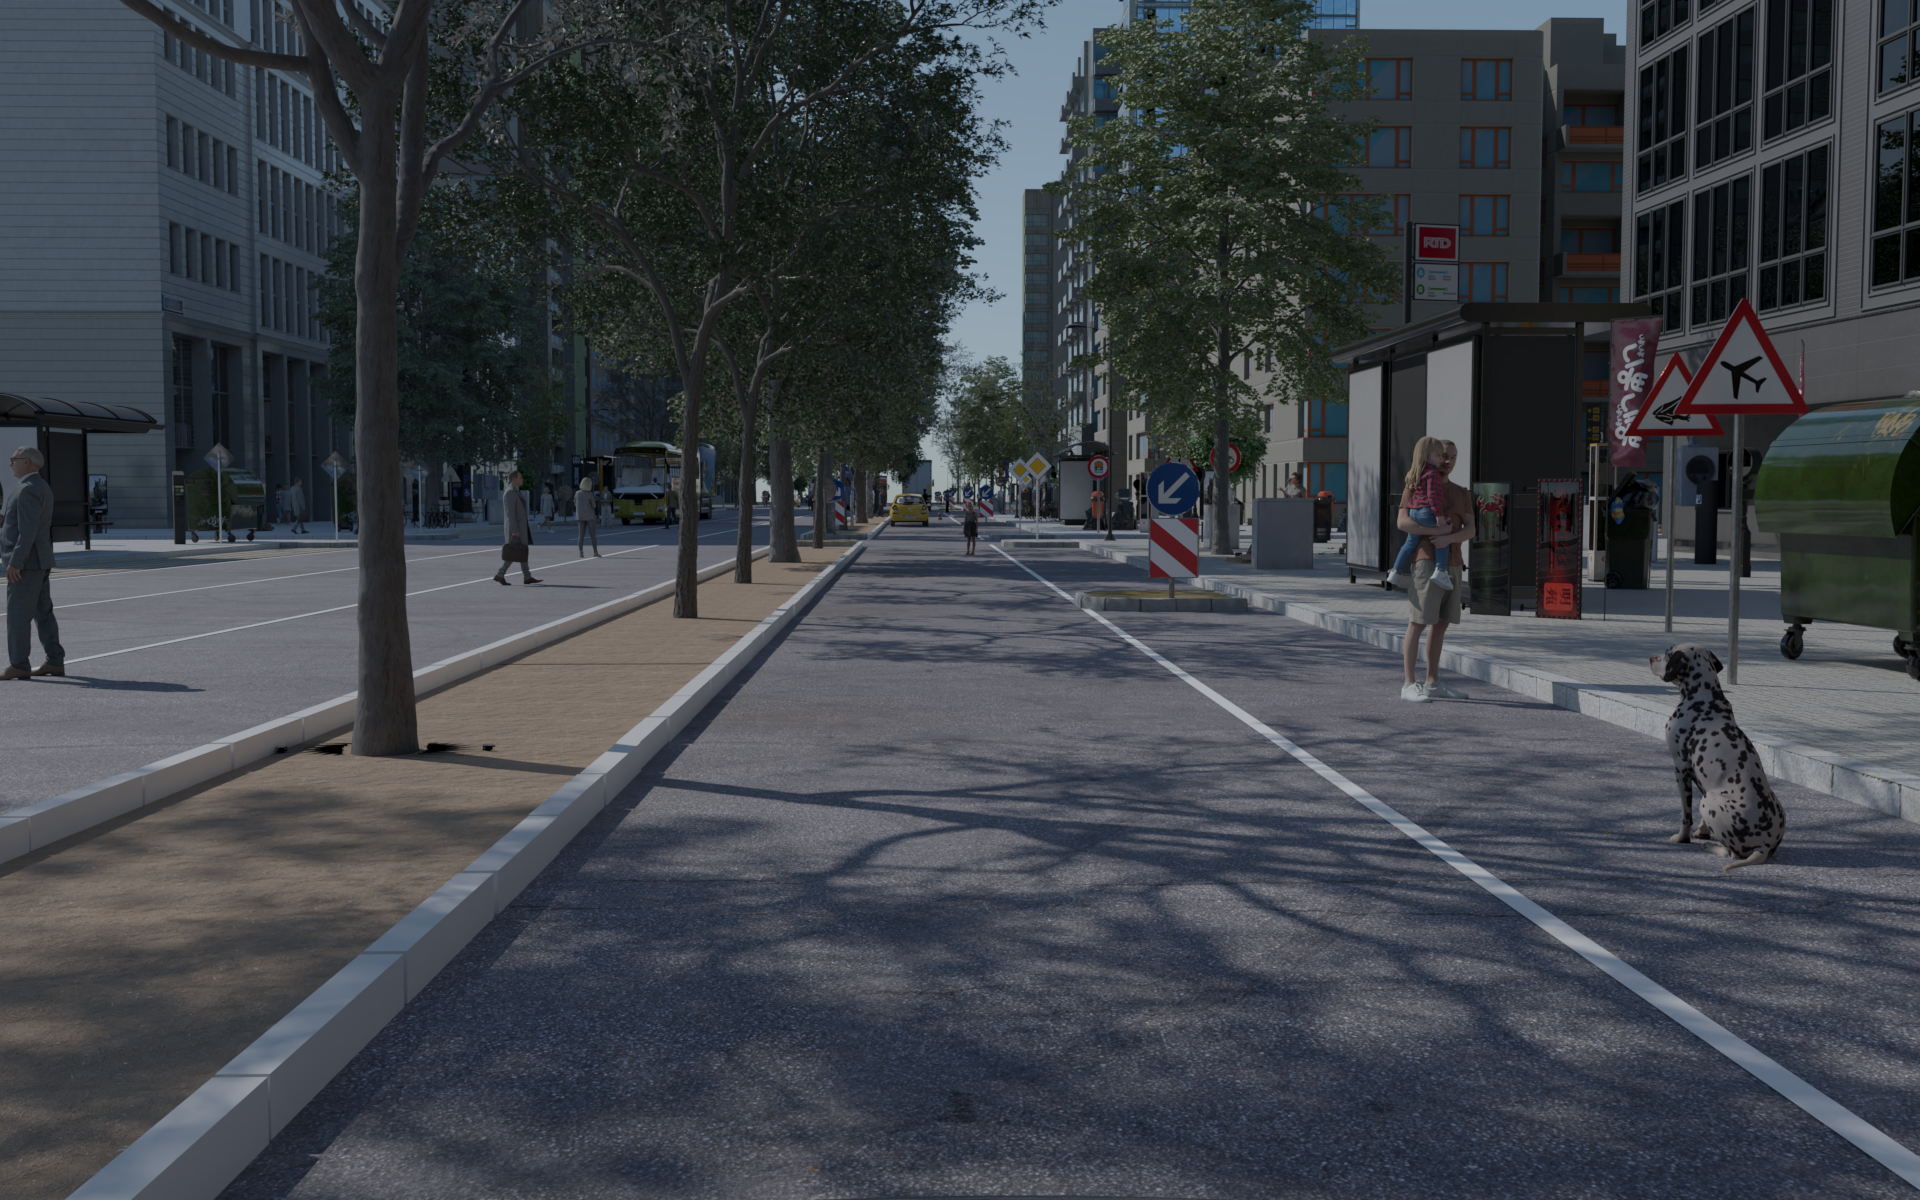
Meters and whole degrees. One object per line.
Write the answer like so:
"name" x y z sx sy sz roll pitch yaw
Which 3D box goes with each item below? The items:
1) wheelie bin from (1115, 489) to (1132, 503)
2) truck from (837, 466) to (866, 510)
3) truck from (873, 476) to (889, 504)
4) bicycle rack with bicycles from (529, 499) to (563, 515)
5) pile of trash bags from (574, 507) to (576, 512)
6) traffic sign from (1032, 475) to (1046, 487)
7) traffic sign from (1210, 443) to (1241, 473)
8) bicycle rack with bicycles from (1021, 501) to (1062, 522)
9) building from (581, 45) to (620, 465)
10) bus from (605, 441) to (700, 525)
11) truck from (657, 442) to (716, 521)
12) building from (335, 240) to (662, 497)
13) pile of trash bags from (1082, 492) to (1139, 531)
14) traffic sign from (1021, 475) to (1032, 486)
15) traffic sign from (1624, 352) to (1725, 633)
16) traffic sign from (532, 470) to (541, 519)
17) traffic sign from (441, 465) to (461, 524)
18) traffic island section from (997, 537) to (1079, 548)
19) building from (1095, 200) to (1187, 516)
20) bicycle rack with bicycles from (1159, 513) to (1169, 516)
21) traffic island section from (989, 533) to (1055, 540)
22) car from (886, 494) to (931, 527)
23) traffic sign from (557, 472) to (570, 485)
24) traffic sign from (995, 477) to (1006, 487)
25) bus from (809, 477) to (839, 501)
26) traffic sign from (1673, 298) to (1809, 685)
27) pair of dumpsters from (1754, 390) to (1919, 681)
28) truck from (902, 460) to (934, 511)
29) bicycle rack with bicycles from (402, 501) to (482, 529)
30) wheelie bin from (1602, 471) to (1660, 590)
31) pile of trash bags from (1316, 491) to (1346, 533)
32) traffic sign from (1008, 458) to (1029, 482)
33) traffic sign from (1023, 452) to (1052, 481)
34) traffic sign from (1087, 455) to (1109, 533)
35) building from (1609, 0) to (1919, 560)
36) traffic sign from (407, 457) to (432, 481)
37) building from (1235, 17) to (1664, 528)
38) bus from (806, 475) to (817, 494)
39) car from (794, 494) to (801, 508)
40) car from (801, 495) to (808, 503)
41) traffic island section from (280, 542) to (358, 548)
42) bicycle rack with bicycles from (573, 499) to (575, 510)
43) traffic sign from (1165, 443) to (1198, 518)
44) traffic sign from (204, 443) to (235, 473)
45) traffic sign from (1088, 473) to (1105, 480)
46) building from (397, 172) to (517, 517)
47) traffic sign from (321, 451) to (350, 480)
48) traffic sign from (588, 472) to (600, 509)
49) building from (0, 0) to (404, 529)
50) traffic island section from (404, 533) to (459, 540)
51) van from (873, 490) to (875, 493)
"wheelie bin" 9.454 -5.661 100.460 0.980 1.594 0.693 0 4 -4
"truck" -9.679 -10.399 159.785 2.967 4.110 18.799 0 4 -2
"truck" -12.382 -16.902 265.264 2.839 4.237 11.283 0 4 -3
"bicycle rack with bicycles" -26.212 -5.764 107.626 2.925 0.926 2.852 -2 4 -29
"pile of trash bags" -25.890 -6.976 123.813 3.447 1.369 1.912 0 4 -5
"traffic sign" 4.550 -6.088 99.643 0.768 2.556 0.104 0 4 1
"traffic sign" 6.497 -2.592 42.480 0.768 2.556 0.104 0 3 0
"bicycle rack with bicycles" 4.137 -4.575 88.191 2.852 0.926 2.925 2 4 33
"building" -37.932 -30.615 150.673 14.600 45.320 14.200 0 4 -1
"bus" -14.623 -5.647 83.868 2.896 3.916 12.252 0 4 -1
"truck" -15.303 -6.559 96.152 2.839 4.237 11.283 0 4 -3
"building" -47.667 -29.248 170.078 32.217 40.220 23.993 0 4 -1
"pile of trash bags" 5.233 -3.168 61.545 1.912 1.369 3.447 1 4 17
"traffic sign" 4.084 -6.573 107.204 0.795 2.593 0.064 0 4 -1
"traffic sign" 6.569 -0.977 15.982 0.884 2.594 0.081 0 4 6
"traffic sign" -22.273 -5.535 90.609 0.768 2.556 0.104 0 4 5
"traffic sign" -21.946 -4.563 74.613 0.884 2.594 0.081 0 4 4
"traffic island section" 2.166 -1.546 47.553 2.009 0.180 2.903 0 4 -1
"building" 24.389 -16.628 116.903 27.650 21.520 28.899 0 4 -1
"bicycle rack with bicycles" 12.259 -5.295 99.958 2.852 0.926 2.925 2 4 24
"traffic island section" 1.962 -2.034 55.536 2.009 0.180 2.903 0 4 -1
"car" -2.289 -4.114 77.494 2.015 1.641 3.980 0 4 -3
"traffic sign" -22.377 -5.970 97.711 0.768 2.556 0.104 0 4 5
"traffic sign" 2.892 -7.534 123.283 0.768 2.556 0.104 0 4 7
"bus" -13.235 -10.859 172.404 2.948 3.499 13.247 0 4 -1
"traffic sign" 5.206 -0.710 11.605 0.884 2.594 0.081 0 4 3
"pair of dumpsters" 7.047 -0.544 11.384 1.574 2.255 4.437 0 4 -2
"truck" -3.596 -9.642 146.566 2.839 4.237 11.283 0 4 -1
"bicycle rack with bicycles" -20.092 -3.175 65.285 2.852 0.926 2.925 1 4 16
"wheelie bin" 9.113 -0.955 23.530 0.693 1.594 0.980 2 4 26
"pile of trash bags" 13.444 -2.971 58.336 3.447 1.369 1.912 -2 4 -28
"traffic sign" 1.939 -3.258 55.453 0.795 2.593 0.064 0 4 -1
"traffic sign" 2.142 -2.769 47.470 0.795 2.593 0.064 0 4 -1
"traffic sign" 4.578 -3.492 57.195 0.768 2.556 0.104 0 4 4
"building" 21.446 -14.228 26.128 14.314 27.812 24.014 0 4 -1
"traffic sign" -17.150 -3.229 54.989 0.795 2.593 0.064 0 4 -1
"building" 26.990 -14.298 78.804 28.899 21.520 27.650 0 4 -1
"bus" -18.549 -14.562 229.632 2.896 3.916 12.252 0 4 -1
"car" -17.980 -10.700 185.160 2.015 1.641 3.980 0 4 -2
"car" -21.761 -14.058 242.429 1.945 1.354 3.894 0 4 0
"traffic island section" -16.970 -1.516 47.073 2.009 0.180 2.903 0 4 -1
"bicycle rack with bicycles" -27.053 -6.443 118.719 2.852 0.926 2.925 1 4 16
"traffic sign" 5.171 -2.500 40.872 0.884 2.594 0.081 0 4 3
"traffic sign" -18.952 -2.727 44.322 0.795 2.593 0.064 0 4 0
"traffic sign" 5.153 -3.950 64.693 0.768 2.556 0.104 0 4 -1
"building" -37.145 -17.767 109.568 14.460 24.649 34.723 0 4 -1
"traffic sign" -16.946 -2.741 47.006 0.795 2.593 0.064 0 4 -1
"traffic sign" -20.767 -5.993 98.097 0.768 2.556 0.104 0 4 2
"building" -34.856 -18.334 77.257 11.434 29.767 29.804 0 4 -1
"traffic island section" -17.173 -2.005 55.055 2.009 0.180 2.903 0 4 -1
"van" -12.292 -15.381 255.862 2.240 2.365 5.245 0 4 -2
